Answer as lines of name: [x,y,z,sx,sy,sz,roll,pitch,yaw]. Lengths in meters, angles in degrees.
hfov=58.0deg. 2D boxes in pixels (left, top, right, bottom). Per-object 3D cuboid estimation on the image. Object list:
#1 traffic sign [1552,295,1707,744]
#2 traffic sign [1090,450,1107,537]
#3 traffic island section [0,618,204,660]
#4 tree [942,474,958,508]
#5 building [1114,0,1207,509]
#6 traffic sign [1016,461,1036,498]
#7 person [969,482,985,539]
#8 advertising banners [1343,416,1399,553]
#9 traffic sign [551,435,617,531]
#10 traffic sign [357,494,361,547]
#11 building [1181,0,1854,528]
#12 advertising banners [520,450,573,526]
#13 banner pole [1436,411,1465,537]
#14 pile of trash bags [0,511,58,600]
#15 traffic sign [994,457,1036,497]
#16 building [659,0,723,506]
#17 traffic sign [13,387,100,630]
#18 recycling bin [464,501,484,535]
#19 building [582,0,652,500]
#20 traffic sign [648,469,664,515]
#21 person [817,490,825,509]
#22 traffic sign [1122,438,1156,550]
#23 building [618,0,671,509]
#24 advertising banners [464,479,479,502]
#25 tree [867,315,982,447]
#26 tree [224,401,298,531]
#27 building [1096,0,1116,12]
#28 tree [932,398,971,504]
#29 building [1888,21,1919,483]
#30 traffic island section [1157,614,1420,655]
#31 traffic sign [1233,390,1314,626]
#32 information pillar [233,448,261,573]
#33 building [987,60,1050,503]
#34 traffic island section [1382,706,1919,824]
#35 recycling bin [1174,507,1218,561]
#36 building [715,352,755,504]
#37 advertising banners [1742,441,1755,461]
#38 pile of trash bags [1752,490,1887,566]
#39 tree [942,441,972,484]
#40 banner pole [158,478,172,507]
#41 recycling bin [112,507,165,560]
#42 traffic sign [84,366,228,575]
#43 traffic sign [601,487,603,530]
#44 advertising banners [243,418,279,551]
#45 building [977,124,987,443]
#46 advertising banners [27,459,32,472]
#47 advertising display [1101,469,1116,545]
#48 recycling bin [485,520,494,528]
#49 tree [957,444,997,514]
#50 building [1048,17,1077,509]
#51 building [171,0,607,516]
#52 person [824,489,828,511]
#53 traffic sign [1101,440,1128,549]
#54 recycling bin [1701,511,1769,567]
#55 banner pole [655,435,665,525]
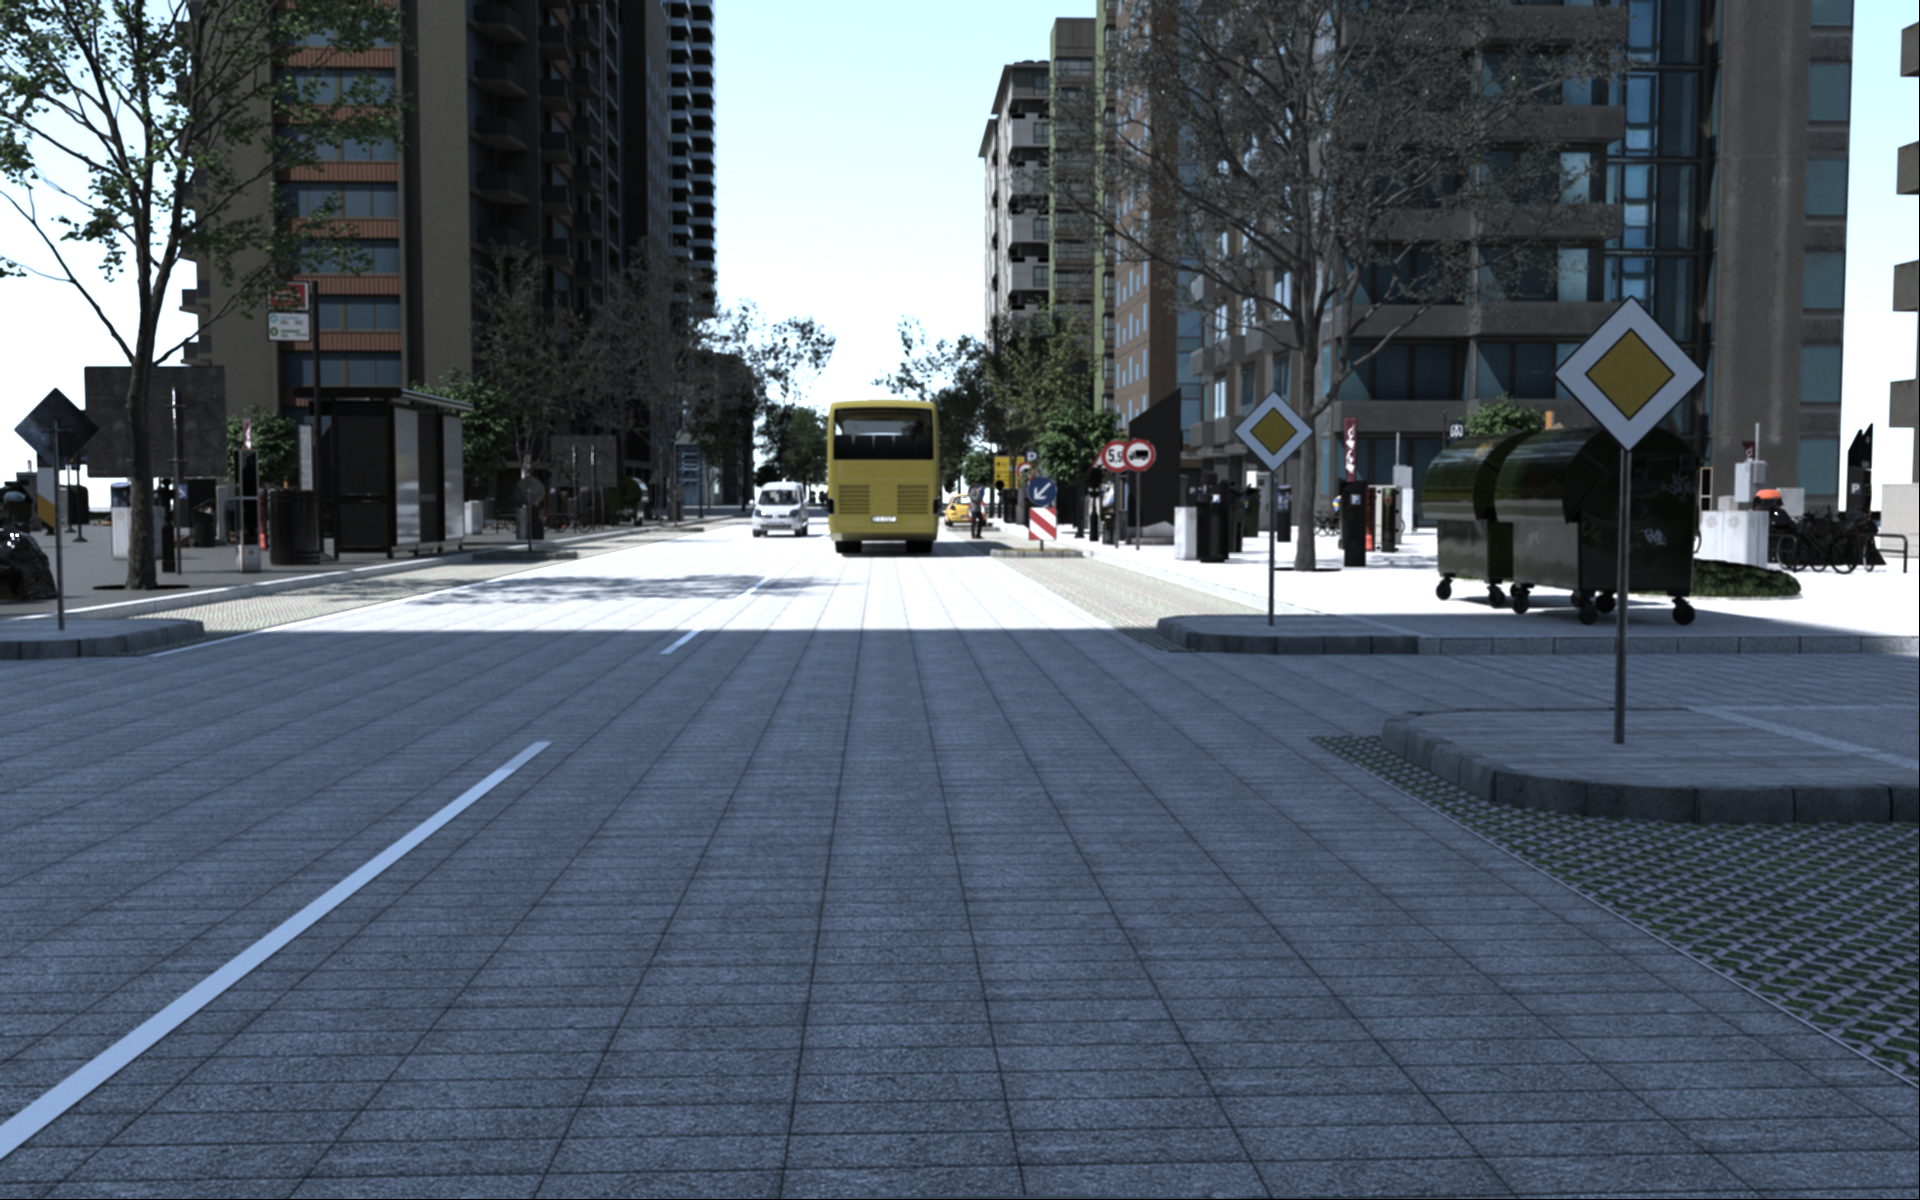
traffic sign: [3.391,-0.319,8.853,0.795,2.450,0.064,0,4,-3]
traffic sign: [4.181,-3.153,51.556,0.884,2.594,0.081,0,4,0]
traffic island section: [-8.525,0.360,16.393,2.009,0.180,2.903,0,4,-3]
tree: [-0.878,-10.422,165.003,1.663,3.219,1.824,0,3,0]
building: [16.804,-27.524,100.128,14.600,45.320,14.200,0,4,-3]
traffic sign: [2.585,-4.136,67.729,0.768,2.556,0.104,0,4,3]
person: [0.537,-2.834,55.017,0.473,1.802,0.592,3,5,39]
advertising banners: [9.094,-2.585,38.454,0.090,3.025,2.074,-1,4,-22]
traffic sign: [-12.964,-4.025,59.677,2.265,3.308,0.079,0,4,2]
traffic sign: [-14.116,-2.479,40.635,0.768,2.556,0.104,0,4,1]
building: [22.752,-27.942,76.461,23.786,49.044,30.456,0,4,-3]
advertising banners: [-16.611,-4.484,69.507,2.074,3.025,0.090,-1,4,-22]
banner pole: [14.753,-3.794,52.042,0.863,3.779,0.401,3,5,41]
pile of trash bags: [-12.343,-0.626,19.986,1.912,1.369,3.447,1,4,16]
traffic sign: [2.922,-6.029,92.448,2.265,3.308,0.079,0,3,0]
building: [-37.873,-53.994,195.471,22.319,86.520,31.000,0,4,-3]
traffic sign: [-8.502,-0.776,16.332,0.795,2.450,0.064,0,4,-3]
recycling bin: [-15.532,-2.569,54.559,0.722,1.027,0.722,1,4,9]
building: [-34.092,-42.216,128.487,20.563,71.187,20.611,0,4,-3]
traffic sign: [-15.757,-5.490,89.771,0.884,2.594,0.081,0,4,5]
person: [-13.243,-9.739,167.742,1.348,1.823,0.705,2,4,23]
traffic sign: [4.049,-2.400,39.349,0.768,2.556,0.104,0,4,-2]
building: [-32.472,-30.378,146.792,14.600,45.320,14.200,0,4,-3]
advertising banners: [-17.562,-3.982,61.288,0.090,3.025,2.074,1,4,19]
tree: [-3.902,-20.110,184.682,12.611,20.169,13.585,0,3,0]
tree: [-24.813,-4.743,61.263,4.285,4.588,4.351,0,3,0]
building: [15.720,-26.362,114.612,14.154,41.232,14.086,0,4,-3]
tree: [-2.371,-17.451,203.453,7.486,12.596,7.792,0,3,0]
building: [32.206,-25.089,33.912,21.600,48.544,21.300,0,4,-3]
traffic island section: [3.054,0.329,16.908,2.009,0.180,2.903,0,4,-3]
traffic sign: [3.031,-0.807,16.830,0.795,2.450,0.064,0,4,-3]
information pillar: [-11.567,-1.444,28.104,0.304,2.012,0.304,-3,5,-40]
building: [18.820,-37.945,209.642,28.713,52.752,27.495,0,4,-3]
traffic island section: [3.414,0.816,8.931,2.009,0.180,2.903,0,4,-3]
recycling bin: [4.600,-1.291,33.663,0.722,1.027,0.722,0,4,-8]
building: [-41.911,-23.387,227.422,27.650,21.520,28.899,0,4,-3]
advertising banners: [26.898,-3.760,57.666,2.074,3.025,0.090,-1,4,-12]
pile of trash bags: [15.790,-1.395,32.561,1.912,1.369,3.447,0,4,0]
tree: [-3.186,-18.435,218.420,9.611,12.733,9.660,0,3,0]
banner pole: [-23.026,-3.674,50.089,0.863,3.779,0.401,2,4,35]
recycling bin: [-16.137,-1.314,34.045,0.722,1.027,0.722,0,4,3]
traffic sign: [-12.763,-2.058,27.515,2.265,3.308,0.079,0,4,1]
traffic sign: [-12.814,-3.665,62.045,0.606,2.300,0.079,0,4,5]
advertising banners: [-15.861,-2.639,39.338,0.090,3.025,2.074,-3,5,-43]
building: [17.444,-39.680,238.006,28.713,52.752,27.495,0,4,-3]
advertising banners: [-47.491,-5.604,87.818,2.074,3.025,0.090,3,4,39]
advertising display: [3.773,-2.351,43.647,0.123,1.923,0.974,-1,4,-15]
recycling bin: [-18.312,-3.280,66.182,0.722,1.027,0.722,3,4,38]
tree: [1.390,-7.960,113.863,4.285,4.588,4.351,0,3,0]
building: [14.692,-28.710,153.005,14.154,41.232,14.086,0,4,-3]
building: [-33.773,-27.500,104.242,22.147,44.769,28.867,0,4,-3]
person: [-10.933,-8.308,144.200,0.599,1.838,0.709,-3,5,-43]
traffic sign: [3.698,-2.486,40.759,0.768,2.556,0.104,0,4,6]
recycling bin: [11.697,-0.832,26.157,0.722,1.027,0.722,-3,5,-39]
banner pole: [-12.626,-5.078,73.036,0.401,3.779,0.863,0,4,2]
